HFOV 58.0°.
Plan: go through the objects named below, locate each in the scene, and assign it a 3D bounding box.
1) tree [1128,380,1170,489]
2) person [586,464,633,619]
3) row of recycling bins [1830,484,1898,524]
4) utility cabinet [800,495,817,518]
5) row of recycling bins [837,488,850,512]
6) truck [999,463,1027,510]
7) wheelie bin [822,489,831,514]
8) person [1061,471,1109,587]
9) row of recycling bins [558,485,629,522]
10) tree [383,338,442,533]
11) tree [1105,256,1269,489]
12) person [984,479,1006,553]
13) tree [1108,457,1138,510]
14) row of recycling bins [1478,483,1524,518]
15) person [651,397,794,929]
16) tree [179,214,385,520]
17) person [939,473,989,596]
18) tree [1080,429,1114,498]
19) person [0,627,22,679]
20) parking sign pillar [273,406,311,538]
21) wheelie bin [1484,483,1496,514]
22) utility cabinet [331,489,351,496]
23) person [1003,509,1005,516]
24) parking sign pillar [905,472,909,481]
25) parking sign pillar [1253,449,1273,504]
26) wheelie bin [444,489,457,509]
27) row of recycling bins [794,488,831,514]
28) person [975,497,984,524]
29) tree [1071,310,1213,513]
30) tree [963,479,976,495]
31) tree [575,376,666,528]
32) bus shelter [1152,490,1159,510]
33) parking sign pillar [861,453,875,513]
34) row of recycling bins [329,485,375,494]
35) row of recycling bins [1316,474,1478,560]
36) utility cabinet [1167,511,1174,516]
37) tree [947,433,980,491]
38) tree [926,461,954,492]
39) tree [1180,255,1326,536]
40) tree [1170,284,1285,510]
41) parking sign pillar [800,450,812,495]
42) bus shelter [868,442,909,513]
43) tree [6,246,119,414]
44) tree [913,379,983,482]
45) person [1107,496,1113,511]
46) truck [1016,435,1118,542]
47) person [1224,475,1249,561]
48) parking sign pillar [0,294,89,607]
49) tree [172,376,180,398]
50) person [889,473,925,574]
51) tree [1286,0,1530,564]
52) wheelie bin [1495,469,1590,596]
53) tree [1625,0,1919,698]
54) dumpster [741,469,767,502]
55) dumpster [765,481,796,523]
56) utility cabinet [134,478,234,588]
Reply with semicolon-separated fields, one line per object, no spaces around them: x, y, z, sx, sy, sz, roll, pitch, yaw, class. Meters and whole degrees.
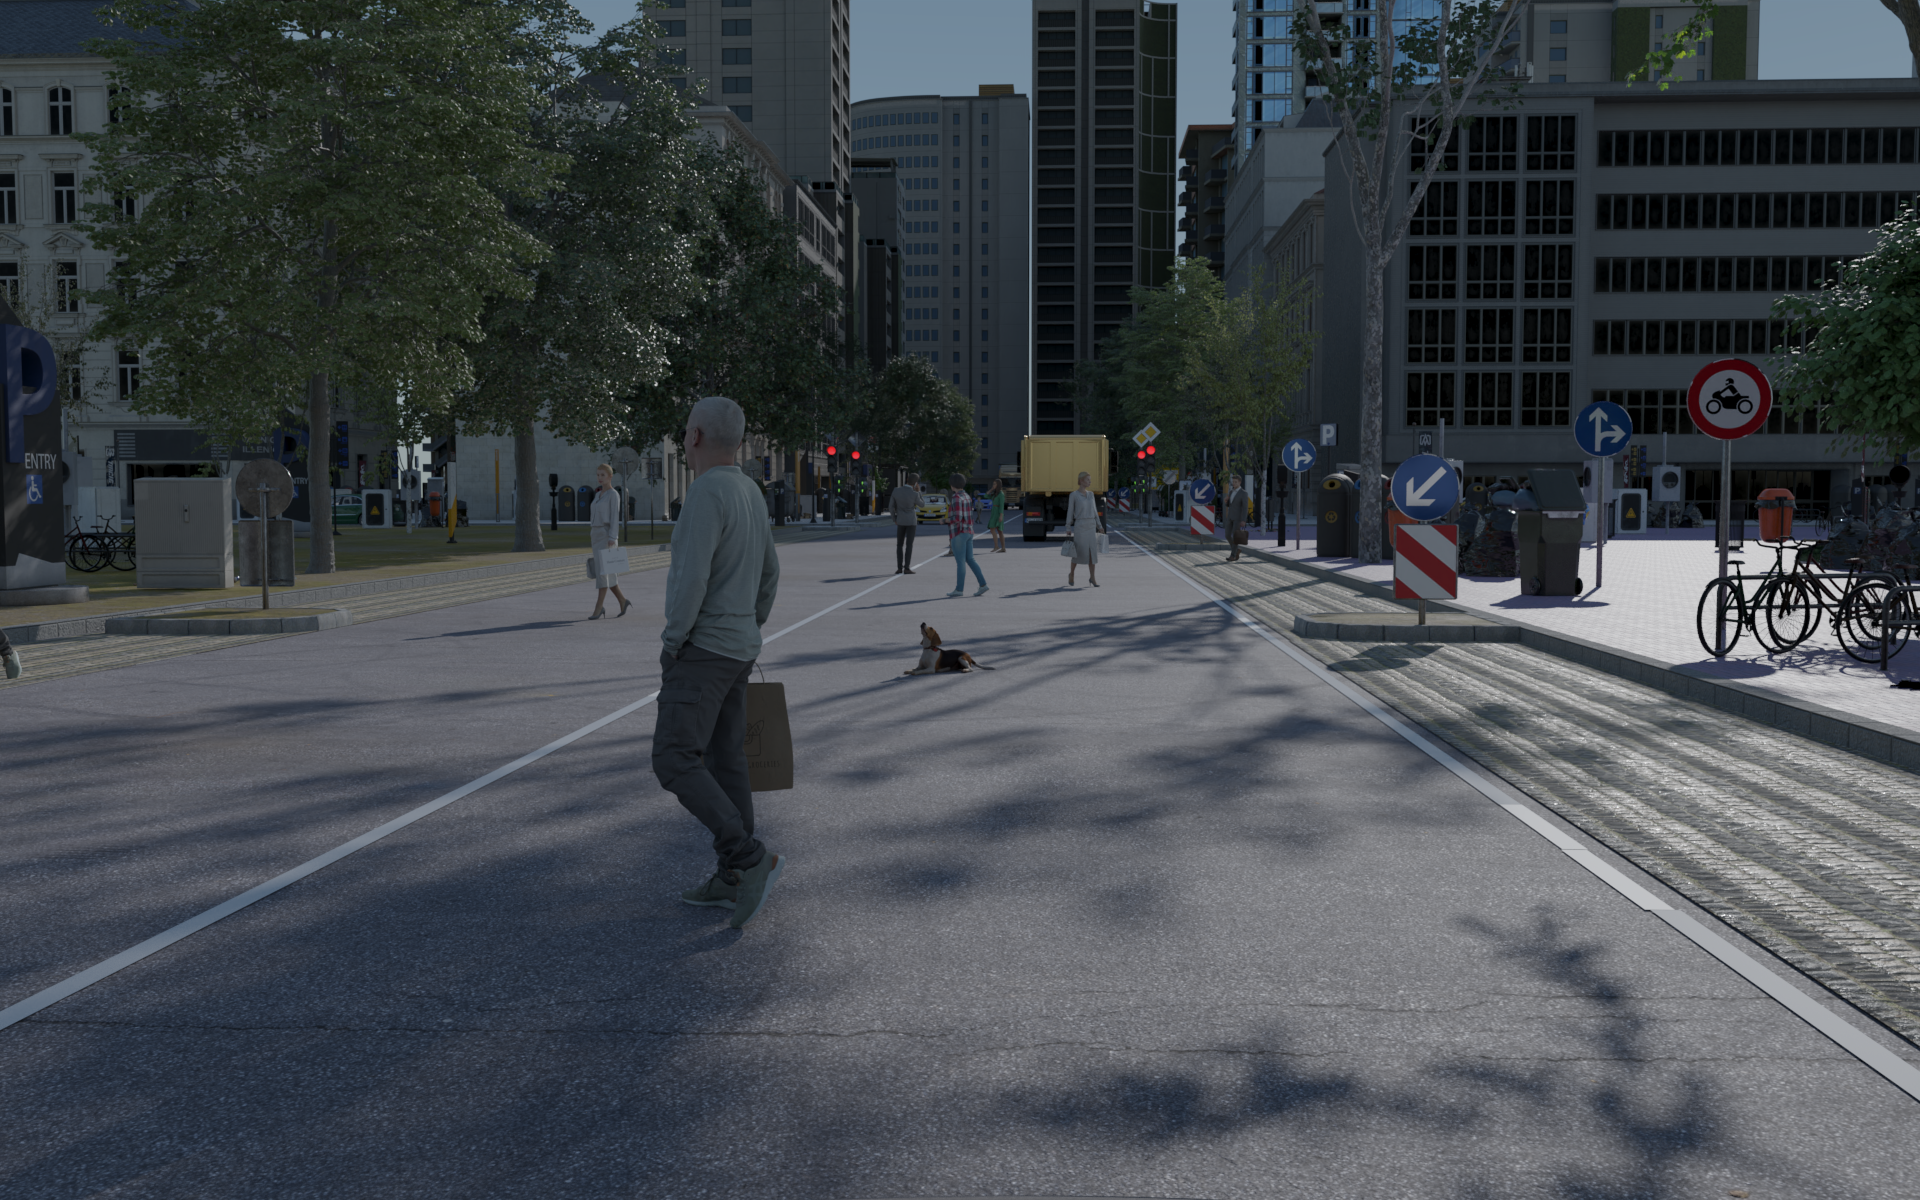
12.493;-9.474;105.265;4.360;8.622;3.978;0;3;0;tree
-4.039;-0.680;19.975;0.624;1.780;0.694;-2;4;-28;person
38.877;-4.107;74.262;3.534;1.692;1.069;-1;4;-21;row of recycling bins
-8.097;-4.946;92.024;1.020;1.237;0.306;2;4;31;utility cabinet
-9.481;-7.106;123.301;3.534;1.692;1.069;1;4;12;row of recycling bins
4.814;-10.334;157.870;2.839;4.237;11.283;0;4;3;truck
-8.281;-6.216;109.539;0.693;1.594;0.980;2;4;28;wheelie bin
1.931;-1.102;26.873;0.694;1.780;0.624;-1;4;-16;person
-17.219;-4.542;81.376;3.534;1.692;1.069;1;4;13;row of recycling bins
-18.253;-6.495;56.557;4.737;8.622;4.395;0;3;0;tree
10.764;-10.049;82.424;7.486;12.596;7.792;0;3;0;tree
0.933;-2.052;42.301;0.529;1.795;0.600;-2;4;-34;person
14.222;-9.558;139.980;4.285;4.588;4.351;0;3;0;tree
19.672;-3.330;61.559;3.534;1.692;1.069;3;4;39;row of recycling bins
-0.780;0.179;6.055;0.515;1.767;0.782;1;4;13;person
-17.835;-5.806;45.288;4.737;8.622;4.395;0;3;0;tree
0.054;-0.919;24.362;0.643;1.720;0.563;2;4;23;person
19.591;-18.681;222.442;9.611;12.733;9.660;0;3;0;tree
-7.693;-0.267;13.345;0.782;1.767;0.515;2;4;26;person
-19.531;-3.824;50.987;1.447;3.967;1.447;1;4;13;parking sign pillar
9.737;-1.404;30.868;0.693;1.594;0.980;0;4;-1;wheelie bin
-27.871;-4.216;77.603;1.173;1.500;0.318;0;4;8;utility cabinet
2.815;-6.284;115.516;0.394;1.301;0.425;0;4;8;person
-4.409;-9.616;145.700;1.447;3.967;1.447;1;4;12;parking sign pillar
17.728;-6.937;101.898;1.447;3.967;1.447;-2;4;-25;parking sign pillar
-30.322;-5.839;103.381;0.693;1.594;0.980;3;5;42;wheelie bin
-10.280;-6.494;113.292;3.534;1.692;1.069;-2;4;-34;row of recycling bins
0.932;-4.337;83.679;0.475;1.303;0.640;-3;5;-40;person
12.846;-12.989;119.028;9.857;13.997;8.962;0;3;0;tree
1.289;-14.152;225.989;1.663;3.219;1.824;0;3;0;tree
-12.762;-7.047;65.579;4.360;8.622;3.978;0;3;0;tree
15.210;-8.536;133.488;2.014;3.302;5.546;0;4;3;bus shelter
-6.086;-7.667;113.834;1.447;3.967;1.447;1;4;21;parking sign pillar
-28.850;-4.470;80.201;3.534;1.692;1.069;-3;5;-40;row of recycling bins
8.461;-1.666;34.357;1.069;1.692;3.534;-2;4;-32;row of recycling bins
12.550;-5.538;101.716;0.306;1.237;1.020;2;4;35;utility cabinet
-0.149;-14.350;184.981;4.360;8.622;3.978;0;3;0;tree
-1.531;-10.790;160.135;4.285;4.588;4.351;0;3;0;tree
9.225;-6.312;53.558;4.737;8.622;4.395;0;3;0;tree
9.544;-6.779;61.201;4.360;8.622;3.978;0;3;0;tree
-9.512;-7.216;106.452;1.447;3.967;1.447;-2;4;-28;parking sign pillar
-5.105;-8.821;121.847;2.179;5.291;8.768;0;4;4;bus shelter
-28.078;-6.241;52.405;4.360;8.622;3.978;0;3;0;tree
-1.329;-15.451;170.748;7.486;12.596;7.792;0;3;0;tree
11.425;-7.523;131.685;0.537;1.800;0.526;3;4;36;person
3.404;-3.648;55.576;3.469;3.379;9.791;0;4;4;truck
5.870;-1.731;36.760;0.622;1.834;0.822;3;5;40;person
-11.083;-1.948;20.320;1.447;3.967;1.447;0;4;1;parking sign pillar
-27.539;-7.011;64.998;4.737;8.622;4.395;0;3;0;tree
-0.958;-1.368;31.043;0.592;1.802;0.473;2;4;33;person
8.913;-10.700;30.835;12.611;20.169;13.585;0;3;0;tree
7.458;-0.862;21.997;0.980;1.594;0.693;-1;4;-11;wheelie bin
6.481;-5.201;10.784;9.928;11.665;9.643;0;3;0;tree
-8.120;-3.812;64.818;1.502;2.255;1.985;0;4;4;dumpster
-8.195;-4.460;78.682;1.264;1.857;1.865;0;4;3;dumpster
-10.438;-0.894;23.294;1.173;1.500;0.318;0;4;-2;utility cabinet
